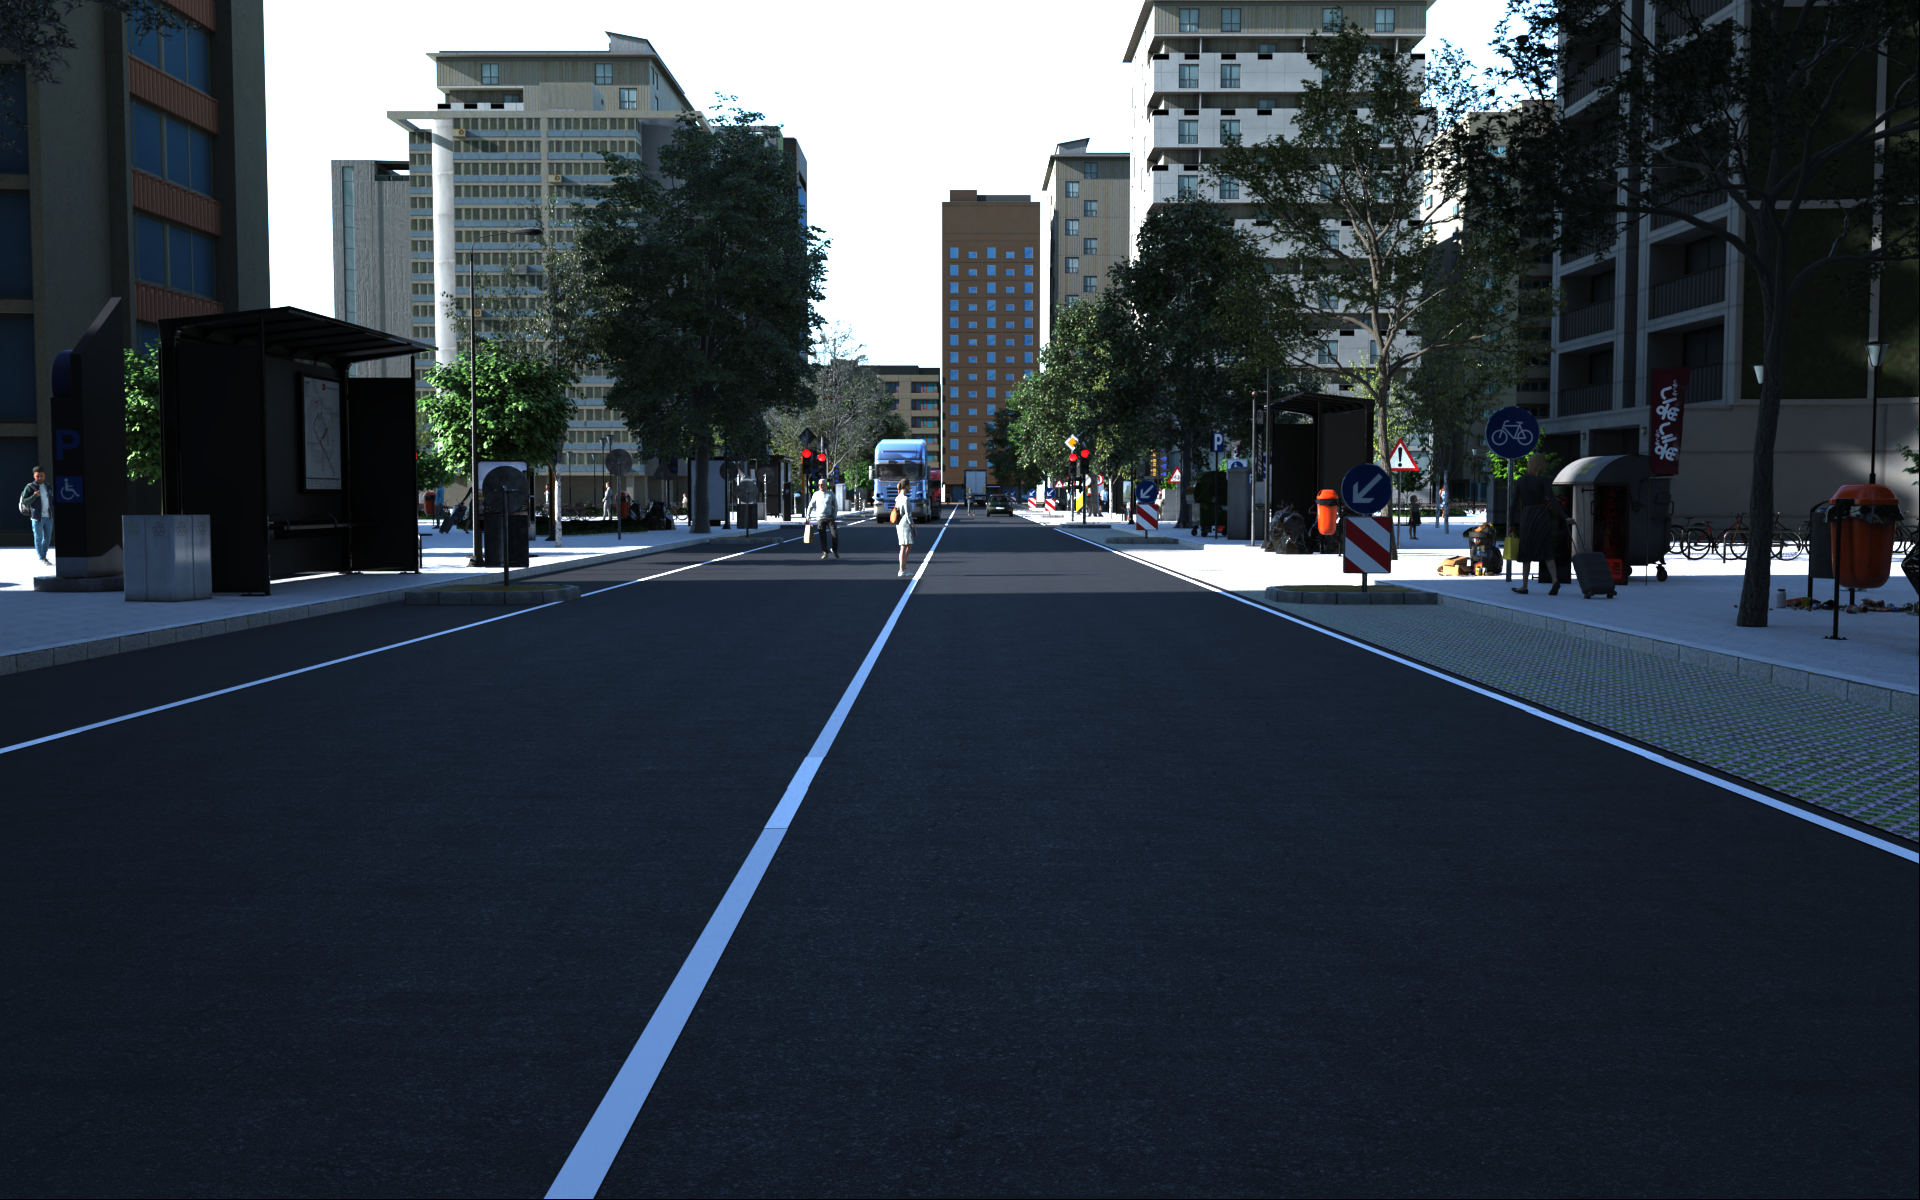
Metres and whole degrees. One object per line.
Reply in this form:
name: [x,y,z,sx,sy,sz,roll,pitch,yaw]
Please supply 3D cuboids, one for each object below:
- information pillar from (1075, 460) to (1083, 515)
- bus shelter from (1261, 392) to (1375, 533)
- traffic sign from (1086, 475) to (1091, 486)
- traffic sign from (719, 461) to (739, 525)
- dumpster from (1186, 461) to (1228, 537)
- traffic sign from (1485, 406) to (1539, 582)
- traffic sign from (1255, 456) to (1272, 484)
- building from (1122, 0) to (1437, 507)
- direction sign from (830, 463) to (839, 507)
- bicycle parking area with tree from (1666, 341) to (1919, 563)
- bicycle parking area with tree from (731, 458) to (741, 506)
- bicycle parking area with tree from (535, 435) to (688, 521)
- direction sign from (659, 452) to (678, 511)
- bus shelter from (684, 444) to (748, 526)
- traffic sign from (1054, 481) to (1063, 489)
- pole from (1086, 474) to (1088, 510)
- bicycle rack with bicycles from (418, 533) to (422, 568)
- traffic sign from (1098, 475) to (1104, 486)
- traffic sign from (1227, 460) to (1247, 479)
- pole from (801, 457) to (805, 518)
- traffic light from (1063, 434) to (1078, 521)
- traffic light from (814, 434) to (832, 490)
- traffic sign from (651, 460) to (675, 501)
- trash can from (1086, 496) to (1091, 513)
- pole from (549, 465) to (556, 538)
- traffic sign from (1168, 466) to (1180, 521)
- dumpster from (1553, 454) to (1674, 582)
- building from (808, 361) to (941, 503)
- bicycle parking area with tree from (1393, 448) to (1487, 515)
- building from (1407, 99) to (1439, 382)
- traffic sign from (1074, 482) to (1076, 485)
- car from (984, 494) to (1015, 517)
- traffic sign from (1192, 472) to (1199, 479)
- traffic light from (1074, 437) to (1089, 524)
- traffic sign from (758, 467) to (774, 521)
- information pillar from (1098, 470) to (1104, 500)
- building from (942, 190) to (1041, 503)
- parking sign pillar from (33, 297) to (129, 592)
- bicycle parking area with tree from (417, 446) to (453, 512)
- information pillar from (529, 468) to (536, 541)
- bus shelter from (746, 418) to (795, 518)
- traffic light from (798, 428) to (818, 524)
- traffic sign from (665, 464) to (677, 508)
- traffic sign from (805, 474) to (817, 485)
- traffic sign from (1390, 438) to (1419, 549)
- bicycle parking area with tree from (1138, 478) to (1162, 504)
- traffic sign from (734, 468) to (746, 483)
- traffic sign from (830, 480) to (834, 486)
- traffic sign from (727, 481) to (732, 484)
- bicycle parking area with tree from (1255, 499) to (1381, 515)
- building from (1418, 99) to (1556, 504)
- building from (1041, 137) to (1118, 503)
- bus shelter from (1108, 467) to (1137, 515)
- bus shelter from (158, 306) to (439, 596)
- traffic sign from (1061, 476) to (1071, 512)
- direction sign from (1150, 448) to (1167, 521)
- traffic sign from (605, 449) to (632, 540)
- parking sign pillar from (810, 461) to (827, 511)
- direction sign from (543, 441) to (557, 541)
information pillar: [7.402,-7.079,107.099,0.504,3.616,0.183,3,5,40]
bus shelter: [8.760,-3.159,42.939,1.731,3.624,6.357,0,3,0]
traffic sign: [8.170,-6.910,113.080,0.768,2.556,0.104,0,4,5]
traffic sign: [-8.913,-4.078,66.774,0.768,2.556,0.104,1,4,9]
dumpster: [7.679,-3.042,52.227,1.502,2.255,1.985,0,4,0]
traffic sign: [8.015,-1.536,25.221,0.768,2.556,0.104,0,4,5]
traffic sign: [10.108,-3.489,57.155,0.768,2.556,0.104,0,4,8]
building: [32.502,-36.271,182.270,28.713,52.752,27.495,0,3,0]
direction sign: [-9.238,-8.178,125.715,0.876,3.537,0.379,0,4,7]
bicycle parking area with tree: [17.488,-2.947,35.182,9.016,4.147,8.231,1,4,16]
bicycle parking area with tree: [-19.966,-9.161,136.791,8.231,4.147,9.016,2,4,24]
bicycle parking area with tree: [-17.753,-6.074,86.310,9.016,4.147,8.231,0,4,-2]
direction sign: [-10.939,-4.464,64.981,0.876,3.537,0.379,2,4,29]
bus shelter: [-10.076,-4.741,71.441,2.014,3.302,5.546,0,3,0]
traffic sign: [8.451,-9.033,147.693,0.884,2.594,0.081,0,4,7]
pole: [10.048,-8.756,137.001,0.158,3.312,0.155,0,3,0]
bicycle rack with bicycles: [-10.547,-1.015,29.971,2.852,0.926,2.925,-2,4,-30]
traffic sign: [8.463,-6.503,106.428,0.768,2.556,0.104,0,4,7]
traffic sign: [8.073,-2.961,50.535,0.606,2.300,0.079,0,4,3]
pole: [-8.520,-6.133,94.124,0.158,3.312,0.155,0,3,0]
traffic light: [5.251,-5.637,81.086,0.839,4.253,0.868,0,3,0]
traffic light: [-6.410,-5.638,81.094,0.839,4.253,0.868,0,3,0]
traffic sign: [-11.048,-3.941,64.438,0.884,2.594,0.081,0,4,2]
trash can: [8.729,-6.317,114.929,0.748,1.137,0.748,0,3,0]
pole: [-11.617,-3.394,49.334,0.158,3.312,0.155,0,3,0]
traffic sign: [10.157,-4.957,81.055,0.884,2.594,0.081,1,4,10]
dumpster: [9.833,-1.243,26.077,1.264,1.857,1.865,0,4,0]
building: [-17.465,-25.681,264.916,28.899,21.520,27.650,0,3,0]
bicycle parking area with tree: [33.662,-7.491,109.473,8.231,4.147,9.016,-3,4,-38]
building: [54.554,-43.926,260.185,28.212,58.520,21.231,0,3,0]
traffic sign: [8.557,-7.612,124.453,0.884,2.594,0.081,0,4,1]
car: [2.527,-6.157,110.459,2.009,1.686,4.222,0,4,1]
traffic sign: [9.777,-4.476,73.292,0.768,2.556,0.104,0,4,3]
traffic light: [5.235,-5.149,73.100,0.839,4.253,0.868,0,3,0]
traffic sign: [-9.145,-4.979,81.516,0.768,2.556,0.104,0,4,1]
information pillar: [10.710,-8.577,131.582,0.504,3.616,0.183,-1,4,-19]
building: [4.502,-37.142,257.375,14.200,45.320,14.600,0,3,0]
parking sign pillar: [-11.637,-2.122,23.166,1.447,3.967,1.447,0,4,-3]
bicycle parking area with tree: [-29.771,-7.148,103.879,8.231,4.147,9.016,0,4,-1]
information pillar: [-11.952,-2.655,47.908,0.304,2.012,0.304,-3,5,-42]
bus shelter: [-10.441,-7.109,93.866,2.179,5.291,8.768,0,4,0]
traffic light: [-6.427,-5.149,73.109,0.839,4.253,0.868,0,3,0]
traffic sign: [-11.136,-4.027,65.946,0.768,2.556,0.104,0,4,5]
traffic sign: [-9.306,-6.564,107.323,0.884,2.594,0.081,0,4,1]
traffic sign: [10.184,-2.455,40.141,0.884,2.594,0.081,0,4,7]
bicycle parking area with tree: [16.684,-9.795,147.142,9.016,4.147,8.231,1,4,14]
traffic sign: [-11.335,-5.429,88.502,0.795,2.593,0.064,1,4,9]
traffic sign: [-10.621,-8.636,141.310,0.768,2.556,0.104,0,4,8]
traffic sign: [-12.044,-5.441,89.073,0.768,2.556,0.104,0,4,1]
bicycle parking area with tree: [23.560,-8.162,120.453,9.016,4.147,8.231,0,4,-5]
building: [68.893,-35.859,209.995,21.600,48.544,21.300,0,3,0]
building: [26.709,-41.269,263.992,27.495,52.752,28.713,0,3,0]
bus shelter: [10.208,-7.303,110.686,1.731,3.624,6.357,0,3,0]
bus shelter: [-9.211,-2.047,24.756,1.731,3.624,6.357,0,3,0]
traffic sign: [7.866,-7.757,126.835,0.884,2.594,0.081,1,4,9]
direction sign: [9.477,-5.549,82.721,0.876,3.537,0.379,2,4,33]
traffic sign: [-9.602,-2.975,48.755,0.768,2.556,0.104,0,4,1]
parking sign pillar: [-10.892,-8.854,133.240,1.447,3.967,1.447,-1,4,-13]
direction sign: [-11.211,-3.392,47.454,0.379,3.537,0.876,-3,5,-42]
